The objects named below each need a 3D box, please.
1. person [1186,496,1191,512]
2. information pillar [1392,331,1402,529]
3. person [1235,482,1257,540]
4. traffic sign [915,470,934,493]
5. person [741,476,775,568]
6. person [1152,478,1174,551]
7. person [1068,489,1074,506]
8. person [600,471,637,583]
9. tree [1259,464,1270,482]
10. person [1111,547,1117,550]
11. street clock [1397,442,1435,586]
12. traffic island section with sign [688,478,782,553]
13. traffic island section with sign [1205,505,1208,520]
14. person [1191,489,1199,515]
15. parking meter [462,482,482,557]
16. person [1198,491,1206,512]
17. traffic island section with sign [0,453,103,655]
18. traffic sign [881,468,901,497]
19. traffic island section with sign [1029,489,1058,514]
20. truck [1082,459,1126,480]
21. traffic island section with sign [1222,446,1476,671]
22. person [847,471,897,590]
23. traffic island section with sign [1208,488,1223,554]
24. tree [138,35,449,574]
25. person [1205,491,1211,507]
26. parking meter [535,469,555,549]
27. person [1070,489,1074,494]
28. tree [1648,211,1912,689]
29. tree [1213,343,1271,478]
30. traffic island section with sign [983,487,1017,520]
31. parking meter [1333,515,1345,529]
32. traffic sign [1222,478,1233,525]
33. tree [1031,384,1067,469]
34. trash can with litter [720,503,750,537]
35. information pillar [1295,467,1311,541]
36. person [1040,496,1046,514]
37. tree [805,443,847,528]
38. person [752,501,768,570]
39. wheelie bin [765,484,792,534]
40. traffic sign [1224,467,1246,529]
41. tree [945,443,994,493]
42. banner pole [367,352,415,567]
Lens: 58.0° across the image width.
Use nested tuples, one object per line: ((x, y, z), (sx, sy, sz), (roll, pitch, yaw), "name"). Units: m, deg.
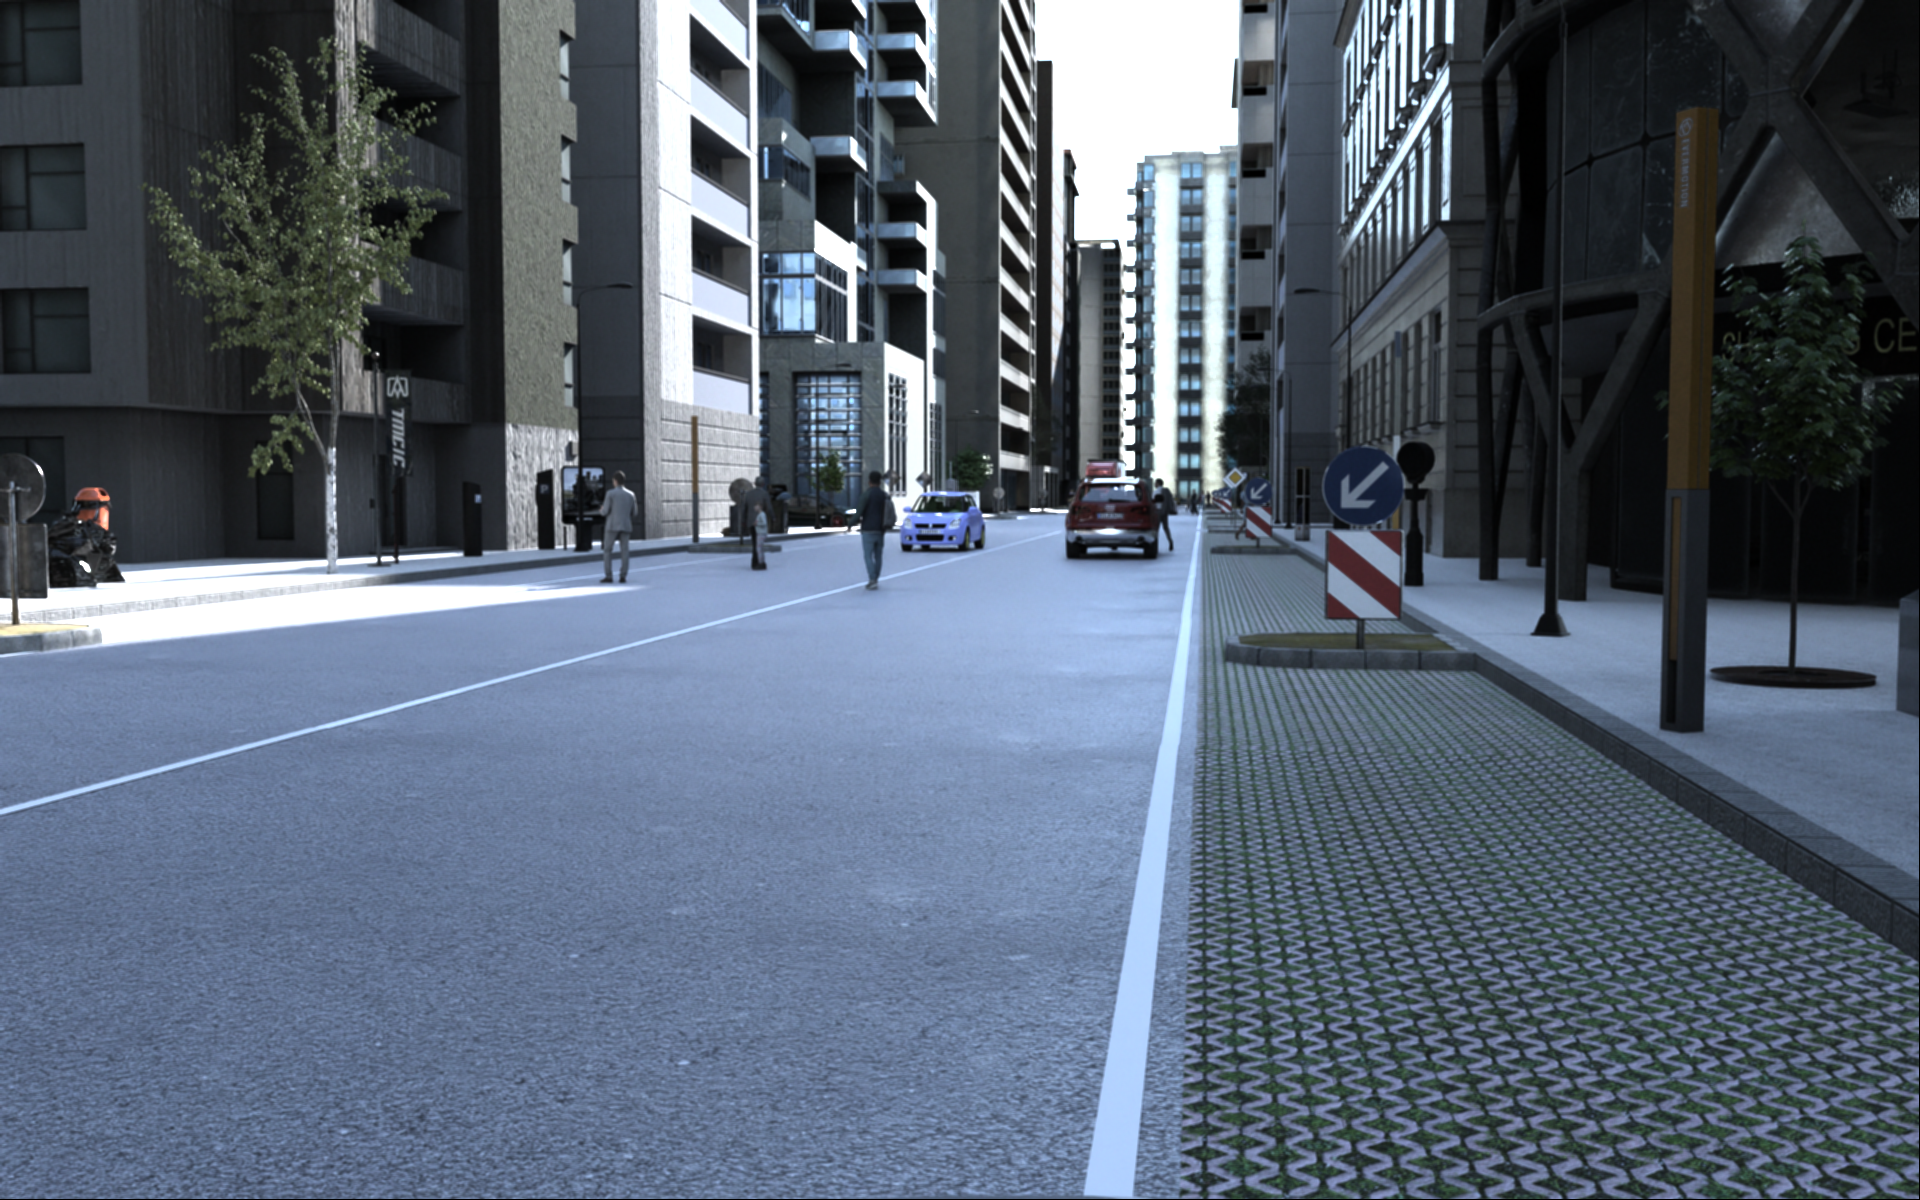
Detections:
((18.452, -7.773, 139.852), (0.475, 1.303, 0.640), (3, 5, 42), "person")
((6.234, -2.042, 24.742), (0.183, 3.616, 0.504), (1, 4, 12), "information pillar")
((8.982, -2.777, 53.994), (0.778, 1.811, 0.616), (-2, 4, -26), "person")
((-1.511, -4.278, 73.589), (0.795, 2.450, 0.064), (0, 4, 8), "traffic sign")
((-3.934, -1.535, 33.992), (0.661, 1.777, 0.834), (1, 4, 15), "person")
((5.148, -2.165, 43.996), (0.679, 1.850, 0.850), (-2, 4, -29), "person")
((8.807, -7.790, 136.050), (0.728, 1.800, 0.709), (1, 4, 16), "person")
((-5.582, -1.186, 28.097), (0.606, 1.804, 0.583), (-3, 5, -44), "person")
((16.881, -6.051, 93.528), (1.663, 3.219, 1.824), (0, 3, 0), "tree")
((3.973, -2.206, 44.693), (0.709, 1.813, 0.853), (-1, 4, -23), "person")
((6.339, -1.196, 24.129), (0.358, 2.002, 0.471), (-3, 5, -43), "street clock")
((-5.507, -2.098, 42.930), (1.989, 1.847, 2.006), (0, 4, 8), "traffic island section with sign")
((14.780, -5.389, 96.739), (1.989, 1.847, 2.006), (0, 4, 8), "traffic island section with sign")
((15.927, -6.654, 117.706), (0.534, 1.772, 0.576), (-3, 5, -44), "person")
((-10.034, -1.666, 35.649), (0.372, 1.533, 0.369), (0, 3, 0), "parking meter")
((19.794, -8.091, 141.625), (0.563, 1.720, 0.643), (-1, 4, -21), "person")
((-9.259, -0.465, 16.226), (1.989, 1.847, 2.006), (0, 4, 8), "traffic island section with sign")
((-2.621, -3.794, 65.681), (0.795, 2.450, 0.064), (0, 4, 8), "traffic sign")
((6.038, -7.129, 125.187), (1.989, 1.847, 2.006), (0, 4, 8), "traffic island section with sign")
((11.924, -9.365, 142.028), (2.839, 4.237, 11.283), (1, 4, 10), "truck")
((3.309, -0.389, 14.991), (1.989, 1.847, 2.006), (0, 4, 8), "traffic island section with sign")
((-1.299, -1.061, 26.190), (0.623, 1.781, 0.721), (-3, 5, -44), "person")
((7.053, -2.022, 41.686), (1.989, 1.847, 2.006), (0, 4, 8), "traffic island section with sign")
((-10.312, -4.722, 27.560), (4.737, 8.622, 4.395), (0, 3, 0), "tree")
((27.418, -11.209, 192.289), (0.750, 1.759, 0.617), (-1, 4, -16), "person")
((-9.624, -2.108, 40.178), (0.399, 1.863, 0.255), (0, 4, -2), "parking meter")
((9.933, -8.782, 151.949), (0.709, 1.838, 0.599), (-3, 4, -37), "person")
((5.846, -1.056, 11.875), (1.663, 3.219, 1.824), (0, 3, 0), "tree")
((19.028, -10.597, 107.667), (7.601, 10.594, 8.767), (-2, 4, -28), "tree")
((2.215, -5.465, 97.973), (1.989, 1.847, 2.006), (0, 4, 8), "traffic island section with sign")
((10.565, -2.600, 48.229), (0.255, 1.863, 0.399), (2, 4, 24), "parking meter")
((11.255, -4.168, 71.782), (0.795, 2.450, 0.064), (0, 4, 8), "traffic sign")
((4.387, -12.427, 137.589), (8.767, 10.594, 7.601), (0, 4, 7), "tree")
((-6.746, -2.486, 52.026), (1.055, 1.170, 0.624), (2, 4, 30), "trash can with litter")
((9.405, -2.631, 47.516), (0.304, 2.012, 0.304), (-3, 5, -43), "information pillar")
((5.838, -6.687, 122.110), (0.475, 1.303, 0.640), (1, 4, 19), "person")
((-4.795, -4.331, 65.420), (1.663, 3.219, 1.824), (0, 3, 0), "tree")
((-3.782, -1.218, 32.694), (0.394, 1.301, 0.425), (-3, 4, -36), "person")
((-5.897, -2.939, 55.958), (0.980, 1.594, 0.693), (1, 4, 11), "wheelie bin")
((10.145, -3.684, 63.875), (0.795, 2.450, 0.064), (0, 4, 8), "traffic sign")
((0.612, -7.712, 109.799), (4.285, 4.588, 4.351), (0, 3, 0), "tree")
((-10.088, -2.486, 30.660), (0.863, 3.779, 0.401), (0, 4, -1), "banner pole")
